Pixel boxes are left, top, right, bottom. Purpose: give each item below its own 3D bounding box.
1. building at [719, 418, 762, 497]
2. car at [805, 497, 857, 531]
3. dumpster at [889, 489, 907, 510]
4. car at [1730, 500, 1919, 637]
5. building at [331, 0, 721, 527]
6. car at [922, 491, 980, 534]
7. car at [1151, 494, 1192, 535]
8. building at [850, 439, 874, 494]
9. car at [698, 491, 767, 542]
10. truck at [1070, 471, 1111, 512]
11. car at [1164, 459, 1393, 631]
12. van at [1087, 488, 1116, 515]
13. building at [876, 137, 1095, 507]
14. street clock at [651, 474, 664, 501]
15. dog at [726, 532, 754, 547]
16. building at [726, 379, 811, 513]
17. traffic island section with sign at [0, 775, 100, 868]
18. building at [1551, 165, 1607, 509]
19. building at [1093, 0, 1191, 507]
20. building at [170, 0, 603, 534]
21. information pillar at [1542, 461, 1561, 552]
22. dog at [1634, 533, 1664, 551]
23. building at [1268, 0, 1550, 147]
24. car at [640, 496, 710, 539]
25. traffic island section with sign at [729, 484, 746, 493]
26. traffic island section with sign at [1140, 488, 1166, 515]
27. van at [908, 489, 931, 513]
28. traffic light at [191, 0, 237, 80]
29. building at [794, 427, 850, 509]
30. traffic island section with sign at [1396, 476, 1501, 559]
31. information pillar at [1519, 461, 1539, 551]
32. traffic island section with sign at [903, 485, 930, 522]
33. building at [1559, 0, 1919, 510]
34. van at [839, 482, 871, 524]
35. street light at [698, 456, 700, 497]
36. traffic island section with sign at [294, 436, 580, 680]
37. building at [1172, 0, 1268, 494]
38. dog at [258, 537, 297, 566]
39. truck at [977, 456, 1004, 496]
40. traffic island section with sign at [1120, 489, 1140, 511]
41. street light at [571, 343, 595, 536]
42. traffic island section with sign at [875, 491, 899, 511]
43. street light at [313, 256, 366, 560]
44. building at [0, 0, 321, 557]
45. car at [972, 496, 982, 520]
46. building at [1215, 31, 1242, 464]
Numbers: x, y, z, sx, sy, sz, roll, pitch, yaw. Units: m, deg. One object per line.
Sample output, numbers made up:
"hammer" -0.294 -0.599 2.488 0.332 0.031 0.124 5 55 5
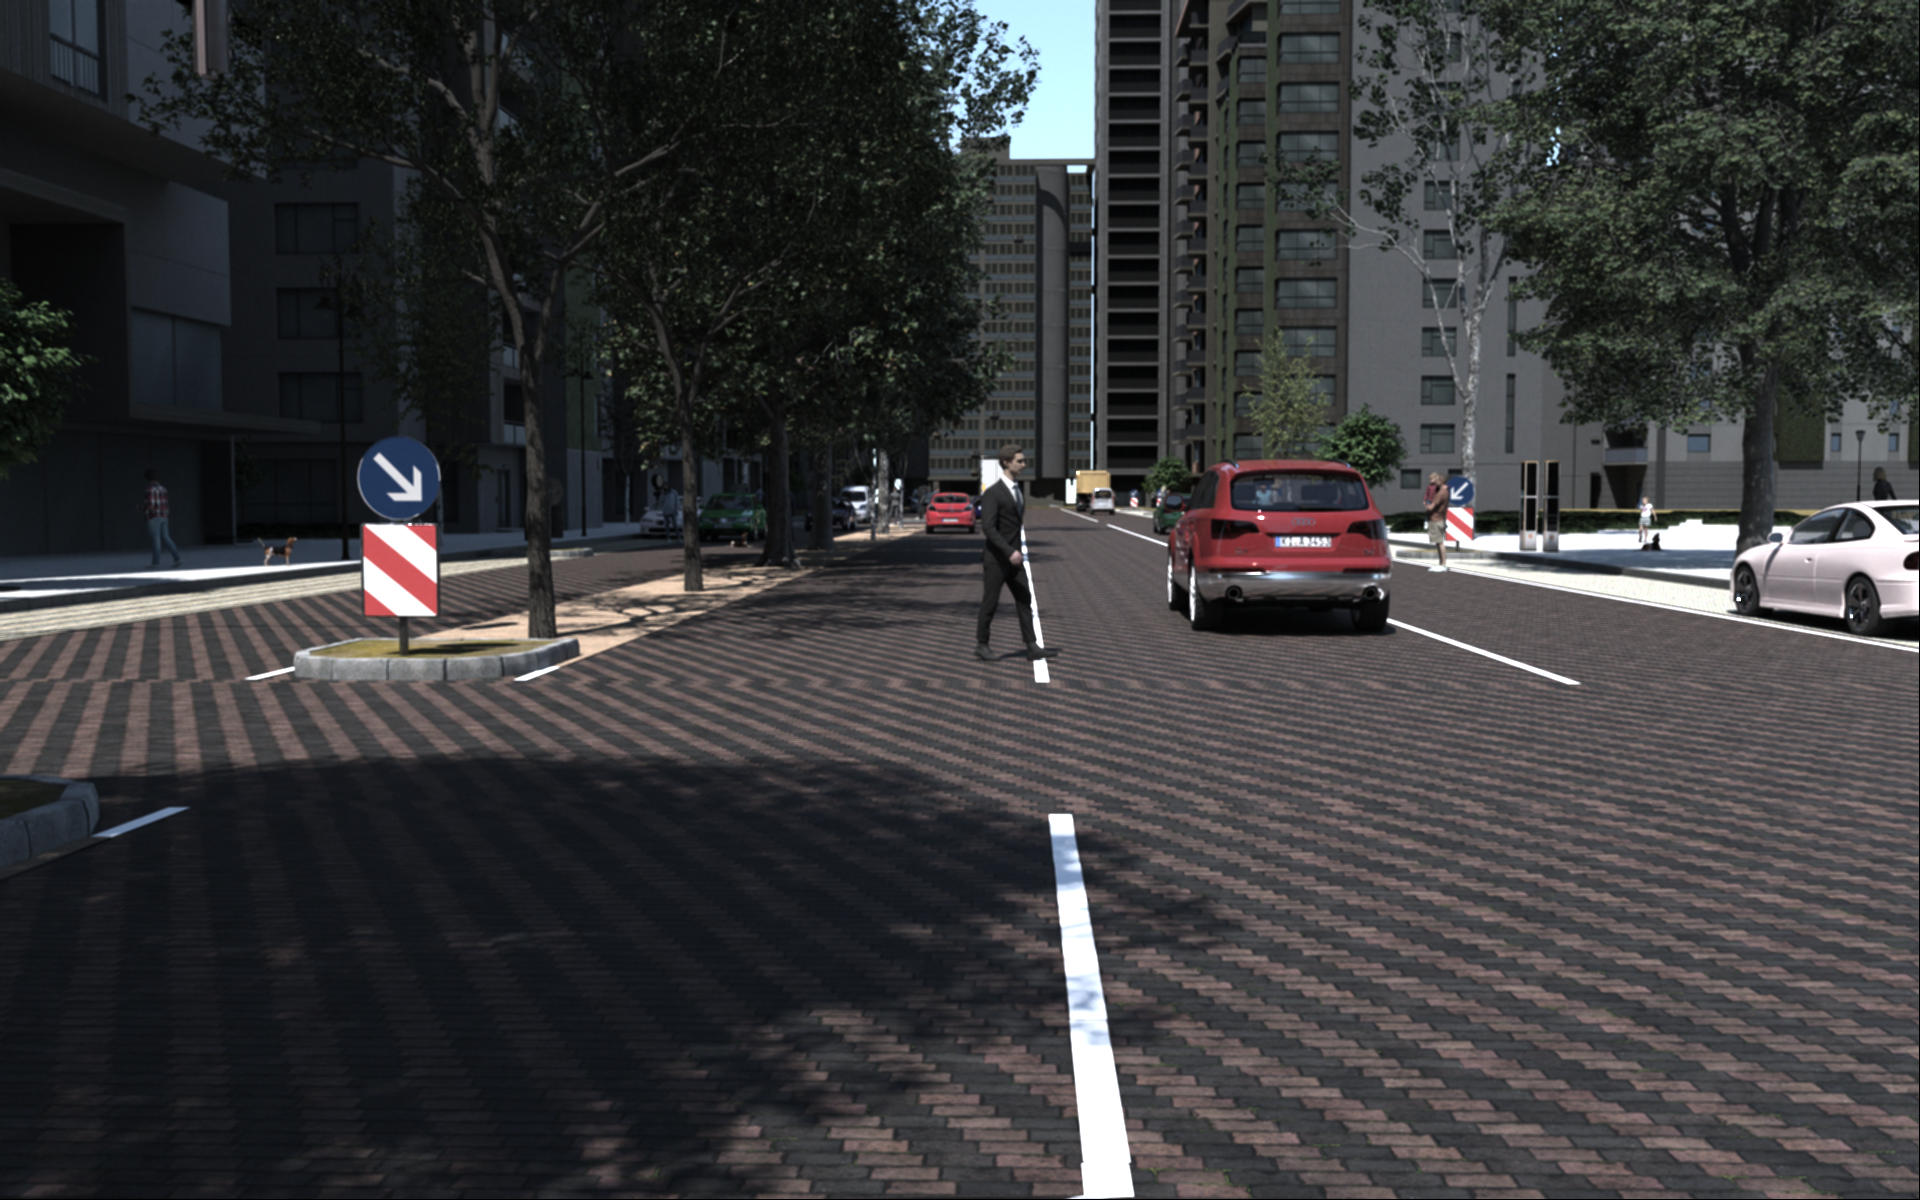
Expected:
"building" -22.395 -40.426 99.219 20.563 71.187 20.611 0 4 2
"car" -5.101 -3.417 68.453 1.945 1.354 3.894 0 4 3
"dumpster" -5.781 -9.242 159.324 1.865 1.857 1.264 0 4 1
"car" 9.954 -0.381 18.593 2.083 1.381 4.827 0 4 2
"building" -19.455 -24.296 80.833 14.154 41.232 14.086 0 4 2
"car" -0.331 -3.336 63.589 2.155 1.783 4.494 0 4 0
"car" 7.946 -3.079 62.147 2.131 1.459 4.920 0 4 3
"building" -23.567 -39.361 185.558 28.212 58.520 21.231 0 4 2
"car" -7.036 -2.744 53.654 1.959 1.807 4.718 0 3 0
"truck" 10.879 -8.968 142.545 3.469 3.379 9.791 0 4 3
"car" 3.513 -0.674 19.696 2.281 1.827 5.304 0 4 3
"van" 9.853 -6.920 120.156 2.013 2.044 4.112 0 4 3
"building" 2.711 -30.529 191.033 23.993 40.220 32.217 0 4 2
"street clock" -11.085 -3.604 63.496 0.358 2.002 0.471 2 4 23
"dog" -5.943 -1.622 46.713 0.550 0.427 0.748 -3 5 -40
"building" -22.720 -28.753 124.742 22.147 44.769 28.867 0 4 2
"traffic island section with sign" -4.639 0.078 6.869 2.006 1.907 1.989 0 4 2
"building" 48.386 -23.434 154.840 14.107 30.474 14.160 0 4 2
"building" 24.792 -45.552 183.026 20.611 71.187 20.563 0 4 2
"building" -20.833 -22.904 58.070 14.154 41.232 14.086 0 4 2
"information pillar" 13.063 -2.065 38.255 0.304 2.012 0.304 1 4 9
"dog" 15.592 -1.313 39.208 0.748 0.427 0.550 1 4 12
"building" 23.846 -19.898 97.036 14.160 30.474 14.107 0 4 2
"car" -9.202 -2.714 56.743 2.083 1.381 4.827 0 4 2
"traffic island section with sign" -8.642 -3.578 67.128 1.989 1.847 2.006 0 4 2
"traffic island section with sign" 13.428 -6.633 117.072 1.989 1.847 2.006 0 4 2
"van" -2.907 -7.674 132.476 2.013 2.044 4.112 0 4 1
"traffic light" -8.565 -2.446 14.653 4.771 5.953 1.251 0 4 2
"building" -26.369 -51.363 152.461 31.000 86.520 22.319 0 4 2
"traffic island section with sign" 10.852 -1.841 38.722 1.989 1.847 2.006 0 4 2
"information pillar" 12.813 -2.112 39.021 0.304 2.012 0.304 0 4 -2
"traffic island section with sign" -1.920 -4.968 89.370 2.006 1.907 1.989 0 4 2
"building" 69.443 -37.219 150.523 28.212 58.520 21.231 0 4 2
"van" -5.211 -4.794 85.387 2.013 2.044 4.112 0 4 3
"street light" -10.798 -6.040 71.545 0.468 5.910 1.993 0 4 2
"traffic island section with sign" -4.386 -0.375 14.271 2.006 1.907 1.989 0 4 2
"building" 29.750 -30.120 147.088 22.147 44.769 28.867 0 4 2
"dog" -12.184 -0.863 30.944 0.406 0.507 0.540 2 4 28
"truck" 2.750 -8.802 132.833 2.839 4.237 11.283 0 4 1
"traffic island section with sign" 14.328 -8.290 144.168 1.989 1.847 2.006 0 4 2
"street light" -11.434 -4.875 52.501 0.468 5.910 1.993 0 4 2
"traffic island section with sign" -6.101 -8.299 144.316 1.989 1.847 2.006 0 4 2
"street light" -12.042 -3.730 33.775 0.468 5.910 1.993 0 4 2
"building" -29.995 -26.913 29.267 28.713 52.752 27.495 0 4 2
"car" 1.260 -4.412 84.714 1.945 1.354 3.894 0 3 0
"building" 24.098 -20.812 111.980 14.160 30.474 14.107 0 4 2
